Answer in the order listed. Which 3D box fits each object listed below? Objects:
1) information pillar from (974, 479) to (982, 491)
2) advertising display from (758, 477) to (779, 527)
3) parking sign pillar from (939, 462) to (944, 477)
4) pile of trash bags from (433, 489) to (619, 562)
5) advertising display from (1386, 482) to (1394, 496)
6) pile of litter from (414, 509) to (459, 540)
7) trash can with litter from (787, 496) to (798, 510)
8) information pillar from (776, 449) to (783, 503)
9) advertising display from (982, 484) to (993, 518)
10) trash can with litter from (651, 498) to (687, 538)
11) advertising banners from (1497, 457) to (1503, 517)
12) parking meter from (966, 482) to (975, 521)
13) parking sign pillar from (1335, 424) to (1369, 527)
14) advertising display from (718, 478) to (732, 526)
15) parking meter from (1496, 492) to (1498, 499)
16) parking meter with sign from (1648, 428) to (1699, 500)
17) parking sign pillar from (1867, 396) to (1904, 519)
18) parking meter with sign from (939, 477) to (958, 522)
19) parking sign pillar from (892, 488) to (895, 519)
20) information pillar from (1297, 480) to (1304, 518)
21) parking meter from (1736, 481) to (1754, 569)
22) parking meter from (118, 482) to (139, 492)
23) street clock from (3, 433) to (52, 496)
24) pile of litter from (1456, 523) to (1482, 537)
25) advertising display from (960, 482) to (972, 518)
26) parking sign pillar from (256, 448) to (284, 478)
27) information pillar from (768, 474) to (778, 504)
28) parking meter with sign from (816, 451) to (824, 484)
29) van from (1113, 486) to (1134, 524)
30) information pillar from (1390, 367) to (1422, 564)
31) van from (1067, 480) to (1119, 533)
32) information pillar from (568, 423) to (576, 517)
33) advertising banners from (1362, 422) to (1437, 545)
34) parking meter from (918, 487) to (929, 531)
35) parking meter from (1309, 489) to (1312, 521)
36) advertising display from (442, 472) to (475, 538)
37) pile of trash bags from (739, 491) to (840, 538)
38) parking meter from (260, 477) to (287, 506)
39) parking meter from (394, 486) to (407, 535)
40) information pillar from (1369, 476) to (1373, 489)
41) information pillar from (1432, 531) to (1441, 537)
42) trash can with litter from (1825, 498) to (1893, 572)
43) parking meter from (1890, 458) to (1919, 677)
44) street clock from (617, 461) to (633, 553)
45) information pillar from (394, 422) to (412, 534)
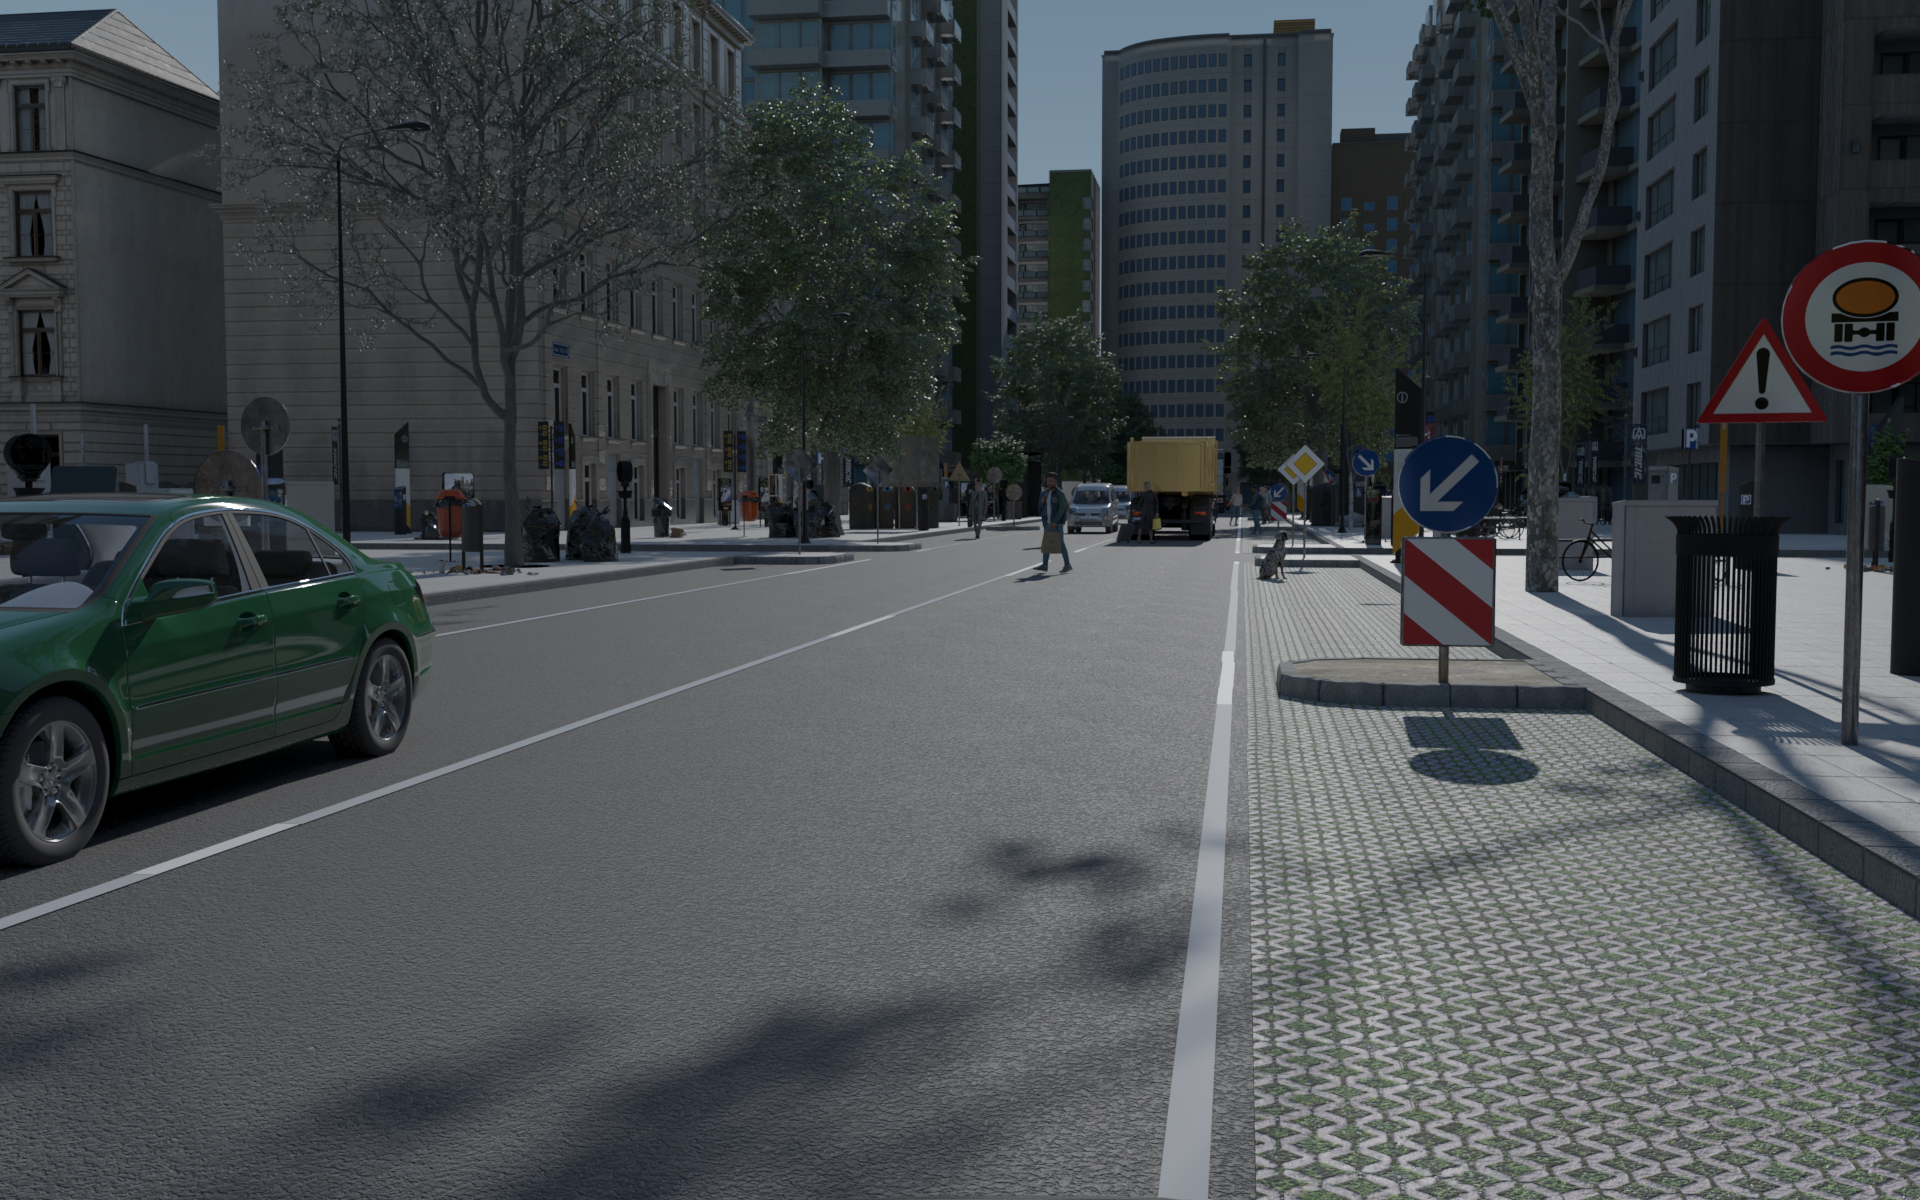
[{"bbox_3d":[0.854,-4.740,81.996,0.304,2.012,0.304,-1,4,-10],"label":"information pillar"},{"bbox_3d":[-7.436,-3.796,67.279,0.123,1.923,0.974,3,5,42],"label":"advertising display"},{"bbox_3d":[-1.661,-7.167,105.653,1.447,3.967,1.447,0,4,-4],"label":"parking sign pillar"},{"bbox_3d":[-8.302,-1.435,33.210,3.447,1.369,1.912,-1,4,-11],"label":"pile of trash bags"},{"bbox_3d":[23.936,-5.524,95.527,0.974,1.923,0.123,-2,4,-25],"label":"advertising display"},{"bbox_3d":[-14.788,-2.138,48.916,1.176,0.858,1.719,-2,4,-25],"label":"pile of litter"},{"bbox_3d":[-8.420,-4.604,86.663,0.624,1.170,1.055,-1,4,-12],"label":"trash can with litter"},{"bbox_3d":[-7.482,-4.917,71.739,0.183,3.616,0.504,1,4,19],"label":"information pillar"},{"bbox_3d":[1.452,-5.346,92.628,0.974,1.923,0.123,3,4,37],"label":"advertising display"},{"bbox_3d":[-8.566,-2.428,51.086,1.055,1.170,0.624,1,4,20],"label":"trash can with litter"},{"bbox_3d":[25.516,-5.254,82.091,0.090,3.025,2.074,0,4,8],"label":"advertising banners"},{"bbox_3d":[0.492,-4.640,81.571,0.399,1.863,0.255,0,3,0],"label":"parking meter"},{"bbox_3d":[15.297,-4.811,67.138,1.447,3.967,1.447,-3,5,-40],"label":"parking sign pillar"},{"bbox_3d":[-9.495,-3.959,69.943,0.123,1.923,0.974,1,4,20],"label":"advertising display"},{"bbox_3d":[25.166,-4.641,81.589,0.255,1.863,0.399,1,4,11],"label":"parking meter"},{"bbox_3d":[18.943,-3.081,46.643,0.543,3.016,1.738,-2,4,-27],"label":"parking meter with sign"},{"bbox_3d":[25.304,-3.607,47.447,1.447,3.967,1.447,-3,5,-39],"label":"parking sign pillar"},{"bbox_3d":[-0.895,-5.070,79.161,1.738,3.016,0.543,2,4,35],"label":"parking meter with sign"},{"bbox_3d":[-3.160,-6.147,88.977,1.447,3.967,1.447,-1,4,-22],"label":"parking sign pillar"},{"bbox_3d":[18.438,-6.239,93.364,0.504,3.616,0.183,-1,4,-11],"label":"information pillar"},{"bbox_3d":[13.501,-1.303,29.707,0.372,1.533,0.369,0,3,0],"label":"parking meter"},{"bbox_3d":[-17.242,-1.684,35.939,0.372,1.533,0.369,0,3,0],"label":"parking meter"},{"bbox_3d":[-11.161,-0.992,20.785,0.358,2.002,0.471,3,5,43],"label":"street clock"},{"bbox_3d":[8.625,-0.993,30.194,1.176,0.858,1.719,1,4,16],"label":"pile of litter"},{"bbox_3d":[0.505,-5.396,93.443,0.974,1.923,0.123,0,4,-1],"label":"advertising display"},{"bbox_3d":[-20.386,-3.834,51.165,1.447,3.967,1.447,0,4,-6],"label":"parking sign pillar"},{"bbox_3d":[-6.948,-3.671,64.505,0.304,2.012,0.304,0,4,7],"label":"information pillar"},{"bbox_3d":[-5.393,-4.564,70.875,0.543,3.016,1.738,1,4,11],"label":"parking meter with sign"},{"bbox_3d":[7.573,-4.677,83.484,2.013,2.044,4.112,1,4,8],"label":"van"},{"bbox_3d":[8.226,-2.481,31.913,0.504,3.616,0.183,2,4,33],"label":"information pillar"},{"bbox_3d":[4.969,-3.519,64.540,2.013,2.044,4.112,1,4,10],"label":"van"},{"bbox_3d":[-12.858,-4.042,57.446,0.183,3.616,0.504,0,4,4],"label":"information pillar"},{"bbox_3d":[10.925,-2.869,43.088,0.090,3.025,2.074,-3,5,-43],"label":"advertising banners"},{"bbox_3d":[-1.273,-3.194,60.631,0.372,1.533,0.369,0,3,0],"label":"parking meter"},{"bbox_3d":[16.733,-4.505,82.073,0.372,1.533,0.369,0,3,0],"label":"parking meter"},{"bbox_3d":[-14.747,-2.798,50.953,0.974,1.923,0.123,-3,5,-41],"label":"advertising display"},{"bbox_3d":[-5.193,-2.553,51.488,3.447,1.369,1.912,2,4,33],"label":"pile of trash bags"},{"bbox_3d":[-10.198,-1.061,25.753,0.372,1.533,0.369,0,3,0],"label":"parking meter"},{"bbox_3d":[-17.668,-2.829,54.671,0.372,1.533,0.369,0,3,0],"label":"parking meter"},{"bbox_3d":[16.530,-4.024,70.290,0.304,2.012,0.304,-3,5,-44],"label":"information pillar"},{"bbox_3d":[12.332,-2.440,44.387,0.304,2.012,0.304,-3,5,-42],"label":"information pillar"},{"bbox_3d":[15.483,-1.103,29.090,1.678,1.210,2.233,2,4,24],"label":"trash can with litter"},{"bbox_3d":[6.827,-0.237,12.279,0.372,1.533,0.369,0,3,0],"label":"parking meter"},{"bbox_3d":[-7.258,-2.017,37.551,0.358,2.002,0.471,-2,4,-27],"label":"street clock"},{"bbox_3d":[-18.072,-3.964,56.171,0.183,3.616,0.504,3,5,44],"label":"information pillar"}]
